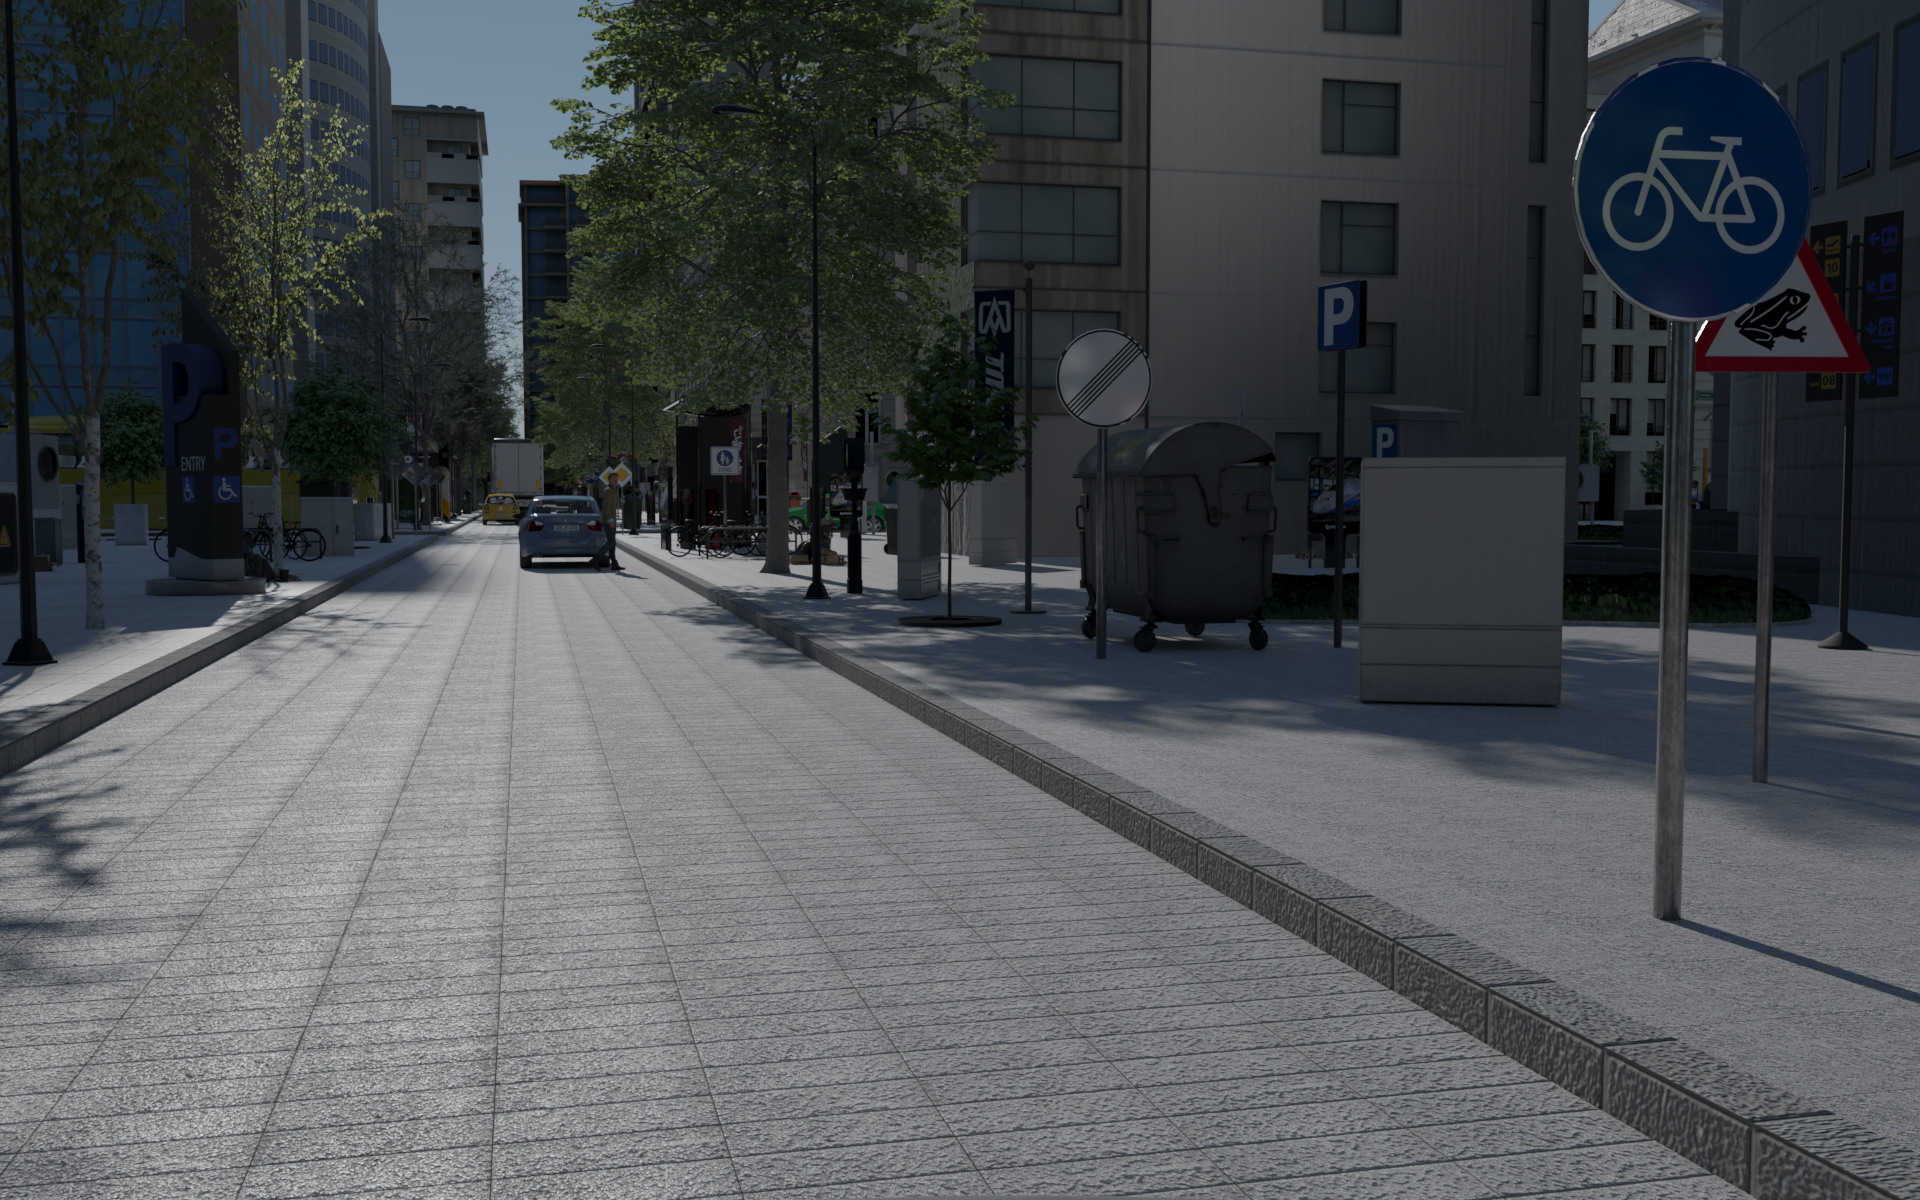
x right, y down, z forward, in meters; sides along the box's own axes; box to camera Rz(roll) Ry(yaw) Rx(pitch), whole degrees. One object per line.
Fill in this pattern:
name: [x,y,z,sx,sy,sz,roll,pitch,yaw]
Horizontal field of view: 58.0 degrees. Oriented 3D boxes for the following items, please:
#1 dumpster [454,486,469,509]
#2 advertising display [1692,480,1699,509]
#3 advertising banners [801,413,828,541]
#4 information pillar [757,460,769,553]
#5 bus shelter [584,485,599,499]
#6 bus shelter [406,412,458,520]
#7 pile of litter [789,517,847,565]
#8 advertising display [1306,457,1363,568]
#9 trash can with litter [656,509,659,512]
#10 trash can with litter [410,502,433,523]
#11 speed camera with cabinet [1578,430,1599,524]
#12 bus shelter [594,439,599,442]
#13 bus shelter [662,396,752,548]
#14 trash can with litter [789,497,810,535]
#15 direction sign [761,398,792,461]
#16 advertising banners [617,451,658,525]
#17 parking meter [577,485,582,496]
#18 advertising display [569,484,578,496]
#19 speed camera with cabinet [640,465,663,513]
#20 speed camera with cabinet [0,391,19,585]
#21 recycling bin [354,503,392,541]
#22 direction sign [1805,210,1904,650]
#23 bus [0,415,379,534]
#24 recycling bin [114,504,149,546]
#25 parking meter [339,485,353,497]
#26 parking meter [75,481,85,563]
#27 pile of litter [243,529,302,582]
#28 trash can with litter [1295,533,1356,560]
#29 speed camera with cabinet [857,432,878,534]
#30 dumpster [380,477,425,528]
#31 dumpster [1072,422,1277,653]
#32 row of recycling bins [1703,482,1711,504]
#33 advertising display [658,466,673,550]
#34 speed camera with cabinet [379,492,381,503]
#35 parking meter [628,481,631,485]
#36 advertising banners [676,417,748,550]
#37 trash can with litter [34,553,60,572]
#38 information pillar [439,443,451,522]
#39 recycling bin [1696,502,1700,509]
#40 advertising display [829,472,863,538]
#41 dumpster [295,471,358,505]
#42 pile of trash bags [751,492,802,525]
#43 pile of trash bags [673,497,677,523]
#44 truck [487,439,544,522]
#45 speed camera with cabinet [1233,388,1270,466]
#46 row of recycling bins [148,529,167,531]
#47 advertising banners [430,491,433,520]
dumpster: [-35.808,-7.236,124.073,1.264,1.857,1.865,-1,4,-14]
advertising display: [34.211,-4.666,81.501,0.974,1.923,0.123,2,4,33]
advertising banners: [-3.084,-2.462,36.440,0.090,3.025,2.074,-1,4,-19]
information pillar: [-4.190,-2.026,37.625,0.304,2.012,0.304,2,4,34]
bus shelter: [-22.496,-7.030,106.227,1.731,3.624,6.357,-1,4,-14]
bus shelter: [-26.748,-6.744,87.889,2.179,5.291,8.768,-1,4,-14]
pile of litter: [-2.648,-1.088,31.758,1.719,0.858,1.176,3,5,43]
advertising display: [6.510,-1.521,30.075,0.974,1.923,0.123,0,4,-3]
trash can with litter: [-20.217,-6.437,116.640,1.055,1.170,0.624,0,4,-2]
trash can with litter: [-23.587,-3.925,75.568,0.624,1.170,1.055,3,5,41]
speed camera with cabinet: [19.165,-3.672,54.367,0.660,3.252,2.038,-1,4,-18]
bus shelter: [-26.310,-8.960,124.122,2.179,5.291,8.768,-1,4,-14]
bus shelter: [-6.536,-3.262,44.618,1.731,3.624,6.357,-1,4,-14]
trash can with litter: [-5.018,-2.693,55.093,2.233,1.210,1.678,-3,4,-38]
direction sign: [-4.304,-2.982,40.758,0.876,3.537,0.379,2,4,31]
advertising banners: [-13.351,-4.614,71.635,0.090,3.025,2.074,3,5,40]
parking meter: [-25.583,-6.789,116.705,0.255,1.863,0.399,1,4,18]
advertising display: [-26.386,-6.915,118.270,0.123,1.923,0.974,1,4,18]
speed camera with cabinet: [-20.815,-7.568,118.079,0.660,3.252,2.038,-3,5,-39]
speed camera with cabinet: [-13.781,-1.875,24.987,0.660,3.252,2.038,0,3,0]
recycling bin: [-16.197,-2.154,47.777,0.722,1.027,0.722,2,4,25]
direction sign: [7.349,-1.365,14.315,0.379,3.537,0.876,-1,4,-22]
bus: [-25.148,-3.914,55.541,12.252,3.916,2.896,-1,4,-14]
recycling bin: [-20.832,-1.896,43.557,0.722,1.027,0.722,-1,4,-22]
parking meter: [-16.510,-2.332,46.546,0.372,1.533,0.369,0,3,0]
parking meter: [-16.270,-1.461,32.304,0.372,1.533,0.369,0,3,0]
pile of litter: [-10.542,-0.712,25.605,1.719,0.858,1.176,2,4,31]
trash can with litter: [7.594,-1.439,34.591,2.233,1.210,1.678,-1,4,-16]
speed camera with cabinet: [-3.244,-3.748,55.620,0.660,3.252,2.038,-2,4,-23]
dumpster: [-20.747,-3.791,64.483,1.502,2.255,1.985,-1,4,-14]
dumpster: [1.822,-0.551,14.764,1.264,1.857,1.865,-1,4,-14]
row of recycling bins: [22.509,-2.559,48.946,1.069,1.692,3.534,-1,4,-23]
advertising display: [-6.768,-2.118,39.846,0.123,1.923,0.974,-1,4,-22]
speed camera with cabinet: [-41.943,-8.042,125.830,2.038,3.252,0.660,-2,4,-30]
parking meter: [-15.022,-4.447,78.426,0.255,1.863,0.399,-1,4,-9]
advertising banners: [-5.747,-2.688,40.131,2.074,3.025,0.090,2,4,30]
trash can with litter: [-15.501,-1.052,28.585,1.055,1.170,0.624,-3,4,-38]
information pillar: [-23.692,-5.397,79.595,0.504,3.616,0.183,1,4,14]
recycling bin: [24.326,-2.666,56.150,0.722,1.027,0.722,3,4,38]
advertising display: [-3.346,-2.797,50.949,0.974,1.923,0.123,0,4,3]
dumpster: [-17.576,-2.786,48.050,1.502,2.255,1.985,-1,4,-14]
pile of trash bags: [-8.104,-3.709,70.389,3.447,1.369,1.912,-2,4,-24]
pile of trash bags: [-11.779,-4.089,76.600,1.912,1.369,3.447,-1,4,-17]
truck: [-23.943,-6.384,93.289,2.839,4.237,11.283,-1,4,-16]
speed camera with cabinet: [5.036,-2.281,31.634,0.660,3.252,2.038,2,4,32]
row of recycling bins: [-28.074,-3.358,62.010,1.069,1.692,3.534,1,4,12]
advertising banners: [-26.148,-5.302,82.881,0.090,3.025,2.074,3,4,38]
